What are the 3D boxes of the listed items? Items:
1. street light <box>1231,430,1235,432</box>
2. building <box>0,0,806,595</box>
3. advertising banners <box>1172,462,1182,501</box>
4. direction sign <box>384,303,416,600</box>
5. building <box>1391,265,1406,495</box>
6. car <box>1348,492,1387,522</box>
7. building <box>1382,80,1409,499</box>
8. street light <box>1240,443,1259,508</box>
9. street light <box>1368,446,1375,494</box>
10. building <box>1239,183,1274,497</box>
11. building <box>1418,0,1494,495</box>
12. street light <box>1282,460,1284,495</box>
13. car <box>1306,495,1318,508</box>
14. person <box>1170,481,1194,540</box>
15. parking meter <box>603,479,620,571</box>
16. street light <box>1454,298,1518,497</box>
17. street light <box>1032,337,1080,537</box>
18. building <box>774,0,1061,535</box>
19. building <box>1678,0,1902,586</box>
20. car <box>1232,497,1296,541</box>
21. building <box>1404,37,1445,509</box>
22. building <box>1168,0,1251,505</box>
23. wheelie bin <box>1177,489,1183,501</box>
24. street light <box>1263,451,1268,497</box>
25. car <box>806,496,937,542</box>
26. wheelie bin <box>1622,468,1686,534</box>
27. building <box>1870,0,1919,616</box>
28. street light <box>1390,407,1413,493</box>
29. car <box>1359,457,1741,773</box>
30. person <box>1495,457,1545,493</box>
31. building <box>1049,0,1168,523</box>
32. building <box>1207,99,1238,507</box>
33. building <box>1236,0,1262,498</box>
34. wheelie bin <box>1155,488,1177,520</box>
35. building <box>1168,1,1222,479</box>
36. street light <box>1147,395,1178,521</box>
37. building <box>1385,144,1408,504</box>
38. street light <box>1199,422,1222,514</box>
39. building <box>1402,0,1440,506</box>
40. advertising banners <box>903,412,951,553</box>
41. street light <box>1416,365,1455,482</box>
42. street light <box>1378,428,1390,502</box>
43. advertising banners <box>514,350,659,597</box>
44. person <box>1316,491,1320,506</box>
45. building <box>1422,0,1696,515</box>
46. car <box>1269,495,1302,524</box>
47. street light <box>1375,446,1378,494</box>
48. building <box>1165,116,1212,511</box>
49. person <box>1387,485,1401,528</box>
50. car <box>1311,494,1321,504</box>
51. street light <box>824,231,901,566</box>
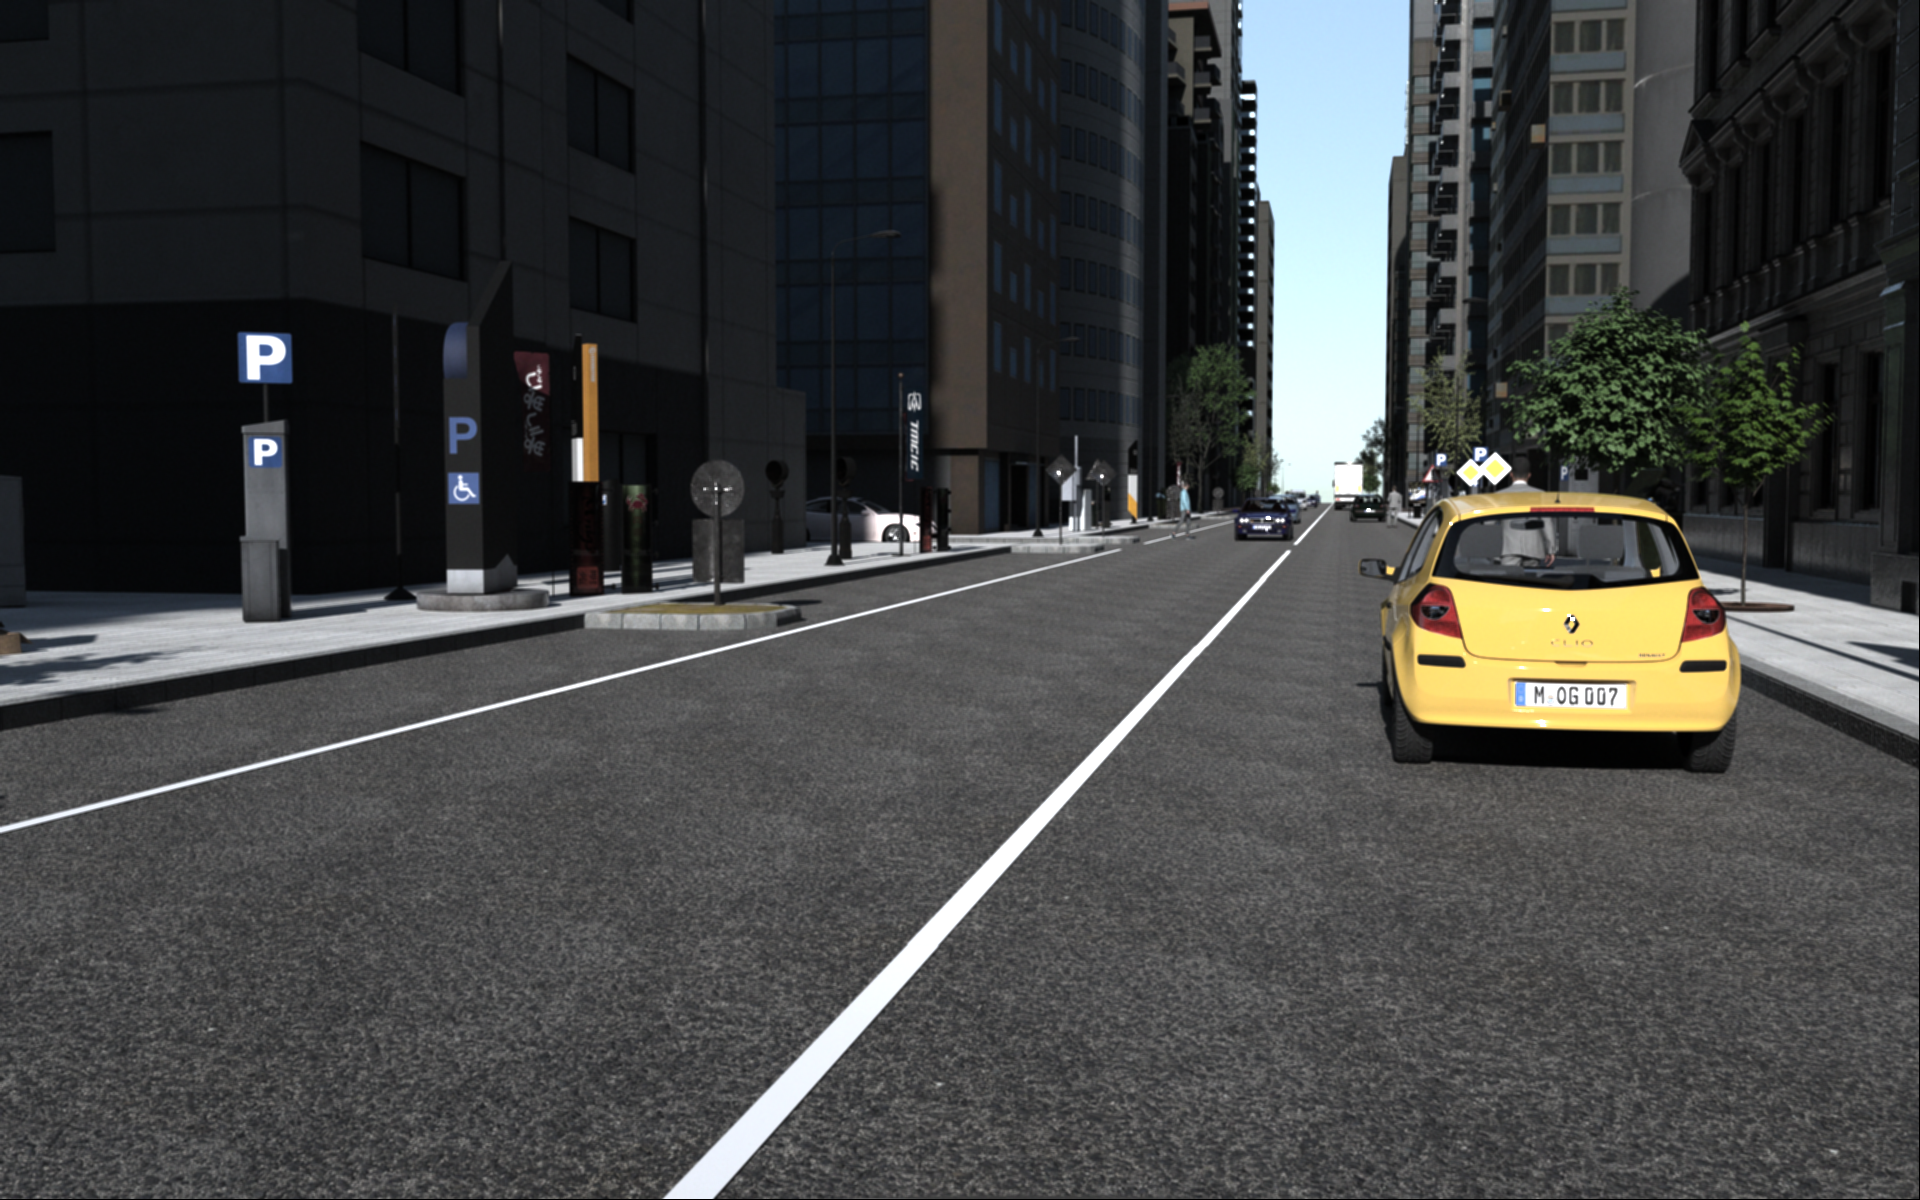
[{"bbox_3d":[19.280,-9.400,126.228,1.470,5.913,1.316,1,4,12],"label":"street light"},{"bbox_3d":[-15.967,-36.312,31.952,20.611,71.187,20.563,1,4,12],"label":"building"},{"bbox_3d":[11.288,-5.904,92.725,0.090,3.025,2.074,3,5,42],"label":"advertising banners"},{"bbox_3d":[-6.820,-1.774,21.001,0.379,3.537,0.876,-1,4,-20],"label":"direction sign"},{"bbox_3d":[61.603,-27.277,217.676,14.160,30.474,14.107,1,4,12],"label":"building"},{"bbox_3d":[21.244,-4.919,90.207,2.009,1.686,4.222,1,4,10],"label":"car"},{"bbox_3d":[75.454,-57.846,258.454,22.319,86.520,31.000,1,4,12],"label":"building"},{"bbox_3d":[26.012,-11.248,156.452,1.470,5.913,1.316,1,4,12],"label":"street light"},{"bbox_3d":[40.128,-11.834,166.027,1.470,5.913,1.316,1,4,12],"label":"street light"},{"bbox_3d":[37.989,-39.668,272.278,21.300,48.544,21.600,1,4,12],"label":"building"},{"bbox_3d":[48.495,-31.494,134.533,23.786,49.044,30.456,1,4,12],"label":"building"},{"bbox_3d":[43.744,-16.203,237.463,1.470,5.913,1.316,1,4,12],"label":"street light"},{"bbox_3d":[36.770,-10.400,182.612,1.945,1.354,3.894,1,4,12],"label":"car"},{"bbox_3d":[7.028,-2.826,54.561,0.748,1.841,0.638,1,4,21],"label":"person"},{"bbox_3d":[-5.854,-1.249,28.837,0.372,1.533,0.369,0,3,0],"label":"parking meter"},{"bbox_3d":[12.568,-4.188,41.007,1.470,5.913,1.316,1,4,12],"label":"street light"},{"bbox_3d":[2.866,-4.837,51.619,1.470,5.913,1.316,1,4,12],"label":"street light"},{"bbox_3d":[-4.381,-25.124,60.885,14.600,45.320,14.200,1,4,12],"label":"building"},{"bbox_3d":[18.449,-9.978,27.770,10.561,19.102,19.286,1,4,12],"label":"building"},{"bbox_3d":[9.551,-2.552,54.311,1.945,1.354,3.894,1,4,12],"label":"car"},{"bbox_3d":[47.924,-28.995,157.657,14.154,41.232,14.086,1,4,12],"label":"building"},{"bbox_3d":[26.928,-47.854,220.667,20.563,71.187,20.611,1,4,12],"label":"building"},{"bbox_3d":[12.729,-5.616,99.725,0.693,1.594,0.980,2,4,31],"label":"wheelie bin"},{"bbox_3d":[32.543,-13.108,186.854,1.470,5.913,1.316,1,4,12],"label":"street light"},{"bbox_3d":[-2.950,-2.155,47.600,4.827,1.381,2.083,1,4,12],"label":"car"},{"bbox_3d":[8.538,-0.828,21.451,0.693,1.594,0.980,0,4,-4],"label":"wheelie bin"},{"bbox_3d":[13.143,-9.814,9.611,9.793,20.994,18.267,1,4,12],"label":"building"},{"bbox_3d":[23.871,-7.336,92.482,1.470,5.913,1.316,1,4,12],"label":"street light"},{"bbox_3d":[3.440,-0.013,10.441,2.015,1.641,3.980,1,4,12],"label":"car"},{"bbox_3d":[5.401,-0.488,16.753,0.678,1.792,0.850,1,4,16],"label":"person"},{"bbox_3d":[-1.101,-33.493,89.611,21.231,58.520,28.212,1,4,12],"label":"building"},{"bbox_3d":[20.189,-30.092,175.605,14.154,41.232,14.086,1,4,12],"label":"building"},{"bbox_3d":[32.144,-57.049,245.427,22.319,86.520,31.000,1,4,12],"label":"building"},{"bbox_3d":[10.195,-4.822,86.744,0.693,1.594,0.980,2,4,32],"label":"wheelie bin"},{"bbox_3d":[11.672,-30.618,155.225,22.147,44.769,28.867,1,4,12],"label":"building"},{"bbox_3d":[9.529,-6.669,81.577,1.470,5.913,1.316,1,4,12],"label":"street light"},{"bbox_3d":[68.792,-37.314,233.792,21.300,48.544,21.600,1,4,12],"label":"building"},{"bbox_3d":[16.134,-8.502,111.548,1.470,5.913,1.316,1,4,12],"label":"street light"},{"bbox_3d":[56.477,-38.846,177.135,21.231,58.520,28.212,1,4,12],"label":"building"},{"bbox_3d":[-0.732,-2.545,37.804,0.090,3.025,2.074,2,4,29],"label":"advertising banners"},{"bbox_3d":[17.274,-5.483,62.186,1.470,5.913,1.316,1,4,12],"label":"street light"},{"bbox_3d":[30.517,-9.168,122.444,1.470,5.913,1.316,1,4,12],"label":"street light"},{"bbox_3d":[-4.682,-1.564,21.765,2.074,3.025,0.090,-3,5,-45],"label":"advertising banners"},{"bbox_3d":[43.295,-12.317,209.867,0.705,1.826,1.348,0,4,-5],"label":"person"},{"bbox_3d":[43.997,-24.974,100.199,32.217,40.220,23.993,1,4,12],"label":"building"},{"bbox_3d":[15.663,-4.427,84.388,2.014,1.417,4.499,1,4,14],"label":"car"},{"bbox_3d":[33.421,-9.974,135.623,1.470,5.913,1.316,1,4,12],"label":"street light"},{"bbox_3d":[11.769,-22.139,133.679,14.160,30.474,14.107,1,4,12],"label":"building"},{"bbox_3d":[18.495,-3.990,73.937,0.606,1.804,0.583,0,4,-8],"label":"person"},{"bbox_3d":[53.967,-15.383,263.506,2.014,1.417,4.499,1,4,12],"label":"car"},{"bbox_3d":[-1.728,-3.564,30.818,1.470,5.913,1.316,1,4,12],"label":"street light"}]
